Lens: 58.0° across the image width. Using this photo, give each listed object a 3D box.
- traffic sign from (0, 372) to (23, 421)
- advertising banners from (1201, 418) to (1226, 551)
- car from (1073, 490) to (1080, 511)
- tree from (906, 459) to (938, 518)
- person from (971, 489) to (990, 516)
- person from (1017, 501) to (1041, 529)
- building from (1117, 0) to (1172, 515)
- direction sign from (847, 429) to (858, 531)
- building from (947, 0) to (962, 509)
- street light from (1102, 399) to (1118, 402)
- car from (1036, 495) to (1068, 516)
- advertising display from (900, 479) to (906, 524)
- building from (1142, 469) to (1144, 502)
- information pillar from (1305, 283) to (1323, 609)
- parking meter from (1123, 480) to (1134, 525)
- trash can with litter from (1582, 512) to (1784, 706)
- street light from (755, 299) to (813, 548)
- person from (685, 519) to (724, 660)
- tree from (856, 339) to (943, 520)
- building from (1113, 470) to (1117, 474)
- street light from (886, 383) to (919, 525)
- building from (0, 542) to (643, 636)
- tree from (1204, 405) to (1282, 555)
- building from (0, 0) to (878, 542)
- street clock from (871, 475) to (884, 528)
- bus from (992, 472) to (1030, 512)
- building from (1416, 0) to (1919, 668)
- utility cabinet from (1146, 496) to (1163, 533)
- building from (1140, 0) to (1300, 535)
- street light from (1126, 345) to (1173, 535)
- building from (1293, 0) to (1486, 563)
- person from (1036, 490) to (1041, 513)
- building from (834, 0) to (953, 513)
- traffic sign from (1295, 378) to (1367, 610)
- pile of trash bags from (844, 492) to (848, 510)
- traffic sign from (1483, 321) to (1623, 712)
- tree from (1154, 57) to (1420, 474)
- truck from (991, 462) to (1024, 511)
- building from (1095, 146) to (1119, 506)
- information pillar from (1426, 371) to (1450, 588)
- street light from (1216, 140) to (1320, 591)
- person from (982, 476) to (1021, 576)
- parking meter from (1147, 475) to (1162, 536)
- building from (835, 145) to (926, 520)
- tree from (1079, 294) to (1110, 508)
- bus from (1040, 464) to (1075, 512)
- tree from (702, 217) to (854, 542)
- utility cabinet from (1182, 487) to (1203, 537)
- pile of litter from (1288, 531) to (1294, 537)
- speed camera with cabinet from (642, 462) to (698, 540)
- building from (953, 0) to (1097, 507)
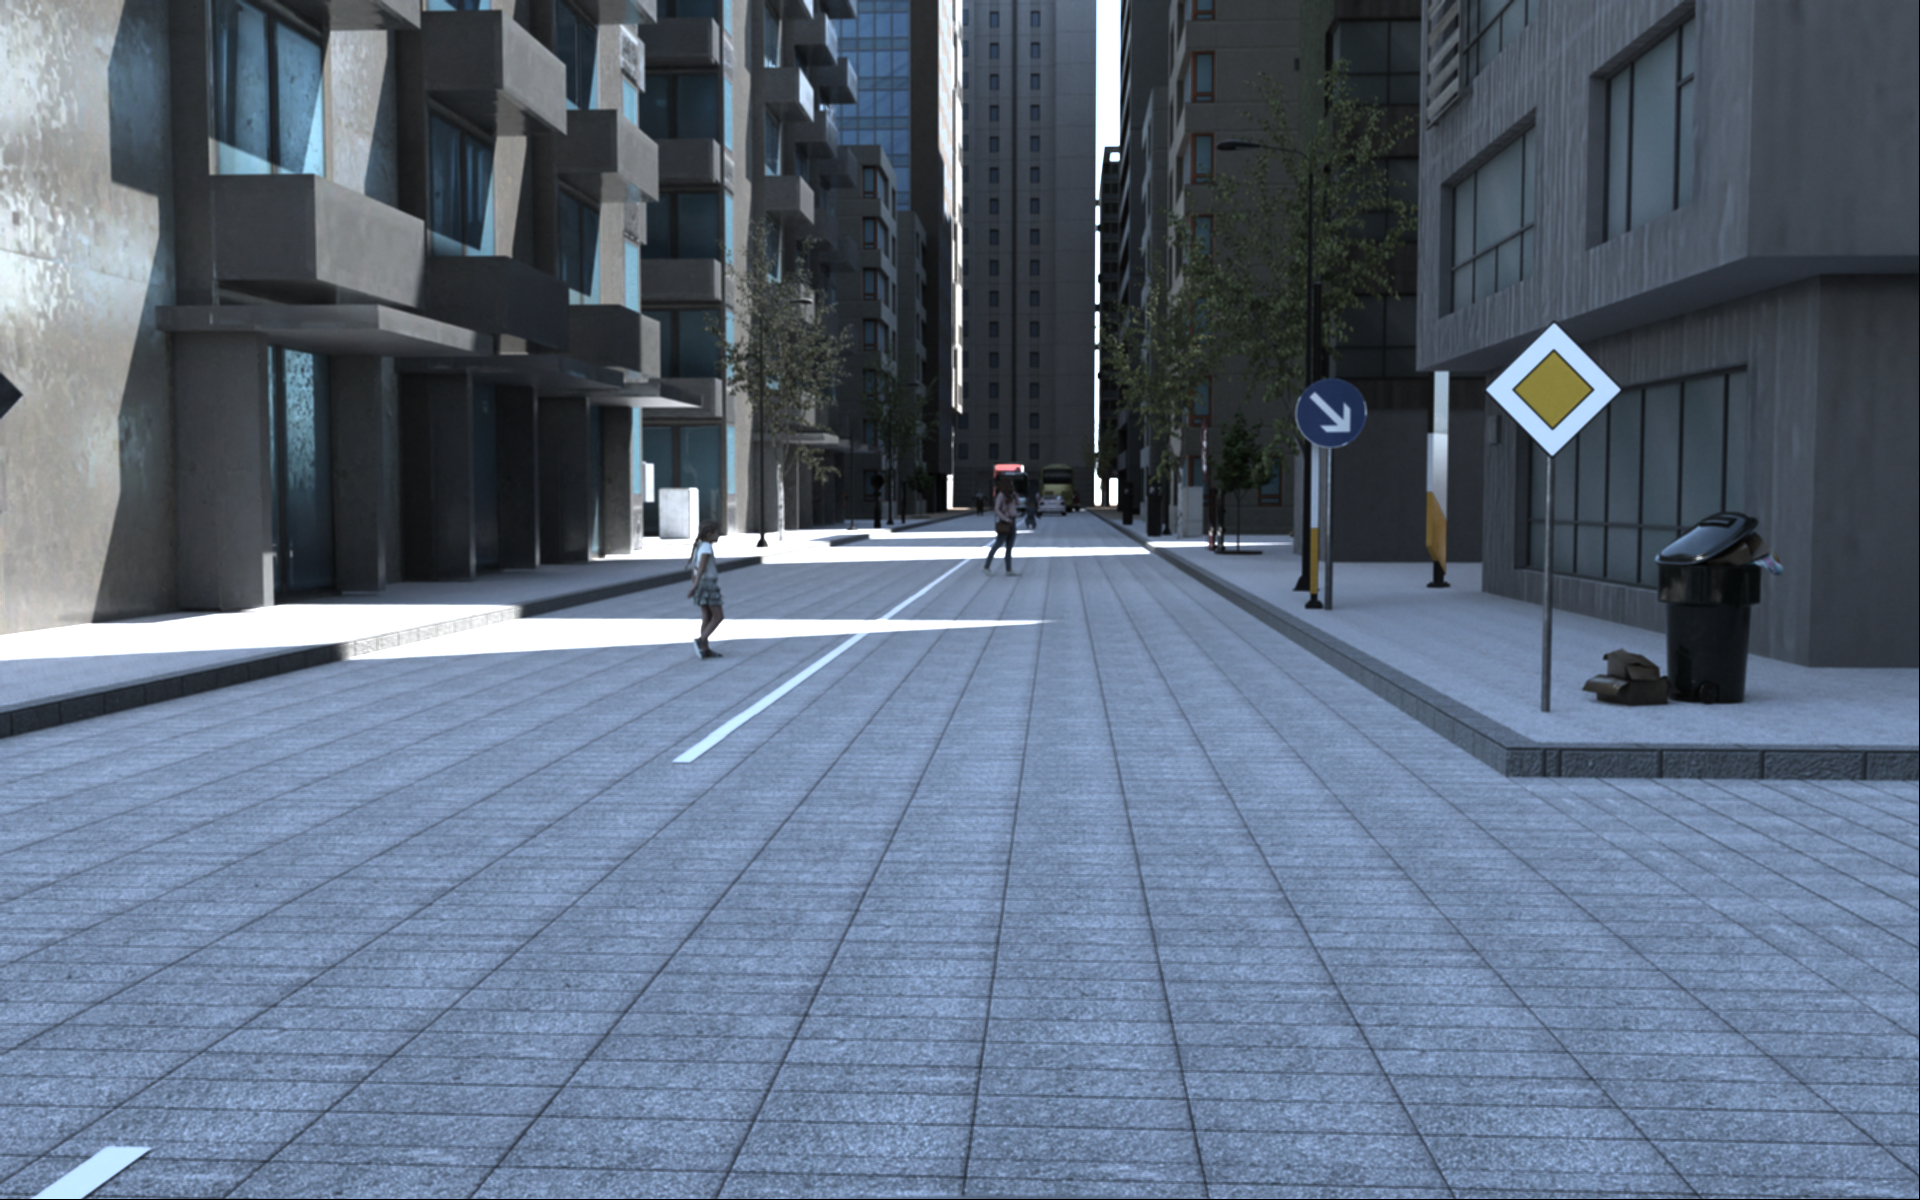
[{"bbox_3d":[-6.178,-0.433,10.726,0.795,2.450,0.064,0,4,3],"label":"traffic sign"},{"bbox_3d":[5.728,-2.635,39.269,0.090,3.025,2.074,0,4,-6],"label":"advertising banners"},{"bbox_3d":[9.256,-8.596,149.223,2.281,1.827,5.304,0,4,2],"label":"car"},{"bbox_3d":[-2.251,-6.082,94.048,1.663,3.219,1.824,0,3,0],"label":"tree"},{"bbox_3d":[1.328,-6.347,113.010,1.217,1.736,0.721,-1,4,-10],"label":"person"},{"bbox_3d":[2.831,-3.509,71.376,1.012,1.151,0.738,0,4,4],"label":"person"},{"bbox_3d":[21.779,-30.174,117.050,21.300,48.544,21.600,0,4,3],"label":"building"},{"bbox_3d":[-3.787,-4.207,60.778,0.379,3.537,0.876,0,4,-5],"label":"direction sign"},{"bbox_3d":[-13.512,-34.103,146.828,27.495,52.752,28.713,0,4,3],"label":"building"},{"bbox_3d":[7.631,-6.874,84.924,1.470,5.913,1.316,0,4,3],"label":"street light"},{"bbox_3d":[6.135,-6.300,115.367,2.083,1.381,4.827,0,4,3],"label":"car"},{"bbox_3d":[-2.463,-4.269,75.017,0.123,1.923,0.974,-1,4,-8],"label":"advertising display"},{"bbox_3d":[20.916,-40.158,94.830,20.563,71.187,20.611,0,4,3],"label":"building"},{"bbox_3d":[4.011,-1.722,19.504,0.183,3.616,0.504,1,4,13],"label":"information pillar"},{"bbox_3d":[7.027,-4.080,72.417,0.399,1.863,0.255,2,4,32],"label":"parking meter"},{"bbox_3d":[4.432,0.046,10.640,1.055,1.170,0.624,-1,4,-18],"label":"trash can with litter"},{"bbox_3d":[-4.201,-4.209,41.355,1.470,5.913,1.316,0,4,3],"label":"street light"},{"bbox_3d":[-2.279,-0.100,15.151,0.382,1.210,0.505,-2,4,-29],"label":"person"},{"bbox_3d":[-3.092,-8.121,83.148,4.737,8.622,4.395,0,3,0],"label":"tree"},{"bbox_3d":[24.895,-32.005,142.896,23.786,49.044,30.456,0,4,3],"label":"building"},{"bbox_3d":[-2.391,-6.117,72.558,1.470,5.913,1.316,0,4,3],"label":"street light"},{"bbox_3d":[-17.528,-24.848,25.871,23.786,49.044,30.456,0,4,3],"label":"building"},{"bbox_3d":[5.860,-2.593,37.000,1.663,3.219,1.824,0,3,0],"label":"tree"},{"bbox_3d":[-15.834,-27.193,64.221,23.786,49.044,30.456,0,4,3],"label":"building"},{"bbox_3d":[-3.115,-3.713,65.269,0.471,2.002,0.358,-3,4,-37],"label":"street clock"},{"bbox_3d":[4.292,-8.913,140.582,2.948,3.499,13.247,0,4,3],"label":"bus"},{"bbox_3d":[12.425,-20.230,14.358,14.086,41.232,14.154,0,4,3],"label":"building"},{"bbox_3d":[6.372,-2.792,56.817,0.306,1.237,1.020,-1,4,-9],"label":"utility cabinet"},{"bbox_3d":[21.621,-13.604,67.463,27.650,21.520,28.899,0,4,3],"label":"building"},{"bbox_3d":[5.945,-4.989,54.114,1.470,5.913,1.316,0,4,3],"label":"street light"},{"bbox_3d":[14.323,-16.295,38.117,14.160,30.474,14.107,0,4,3],"label":"building"},{"bbox_3d":[5.551,-6.877,121.875,0.436,1.711,0.756,0,4,2],"label":"person"},{"bbox_3d":[-7.883,-28.840,121.640,14.600,45.320,14.200,0,4,3],"label":"building"},{"bbox_3d":[4.087,-1.164,19.130,0.768,2.556,0.104,1,4,13],"label":"traffic sign"},{"bbox_3d":[-7.169,-4.596,84.897,3.447,1.369,1.912,1,4,11],"label":"pile of trash bags"},{"bbox_3d":[3.449,-0.398,10.146,0.795,2.450,0.064,0,4,3],"label":"traffic sign"},{"bbox_3d":[5.669,-4.811,29.024,4.737,8.622,4.395,0,3,0],"label":"tree"},{"bbox_3d":[4.341,-10.126,154.471,2.839,4.237,11.283,0,4,3],"label":"truck"},{"bbox_3d":[26.477,-30.076,183.623,23.993,40.220,32.217,0,4,3],"label":"building"},{"bbox_3d":[6.543,-1.979,23.706,0.183,3.616,0.504,3,5,40],"label":"information pillar"},{"bbox_3d":[4.062,-3.079,22.878,1.470,5.913,1.316,0,4,3],"label":"street light"},{"bbox_3d":[0.729,-1.301,30.357,0.643,1.750,0.593,2,4,26],"label":"person"},{"bbox_3d":[5.918,-2.870,52.637,0.399,1.863,0.255,3,5,43],"label":"parking meter"},{"bbox_3d":[-16.880,-15.666,101.182,27.650,21.520,28.899,0,4,3],"label":"building"},{"bbox_3d":[6.036,-6.045,49.205,4.737,8.622,4.395,0,3,0],"label":"tree"},{"bbox_3d":[7.848,-9.047,139.461,2.896,3.916,12.252,0,4,3],"label":"bus"},{"bbox_3d":[-4.786,-5.856,46.103,4.360,8.622,3.978,0,3,0],"label":"tree"},{"bbox_3d":[6.851,-2.618,51.487,0.318,1.500,1.173,2,4,30],"label":"utility cabinet"},{"bbox_3d":[10.311,-2.295,51.492,1.176,0.858,1.719,2,4,33],"label":"pile of litter"},{"bbox_3d":[-8.486,-3.357,49.228,2.038,3.252,0.660,1,4,16],"label":"speed camera with cabinet"},{"bbox_3d":[-0.096,-39.011,179.828,28.212,58.520,21.231,0,4,3],"label":"building"}]
